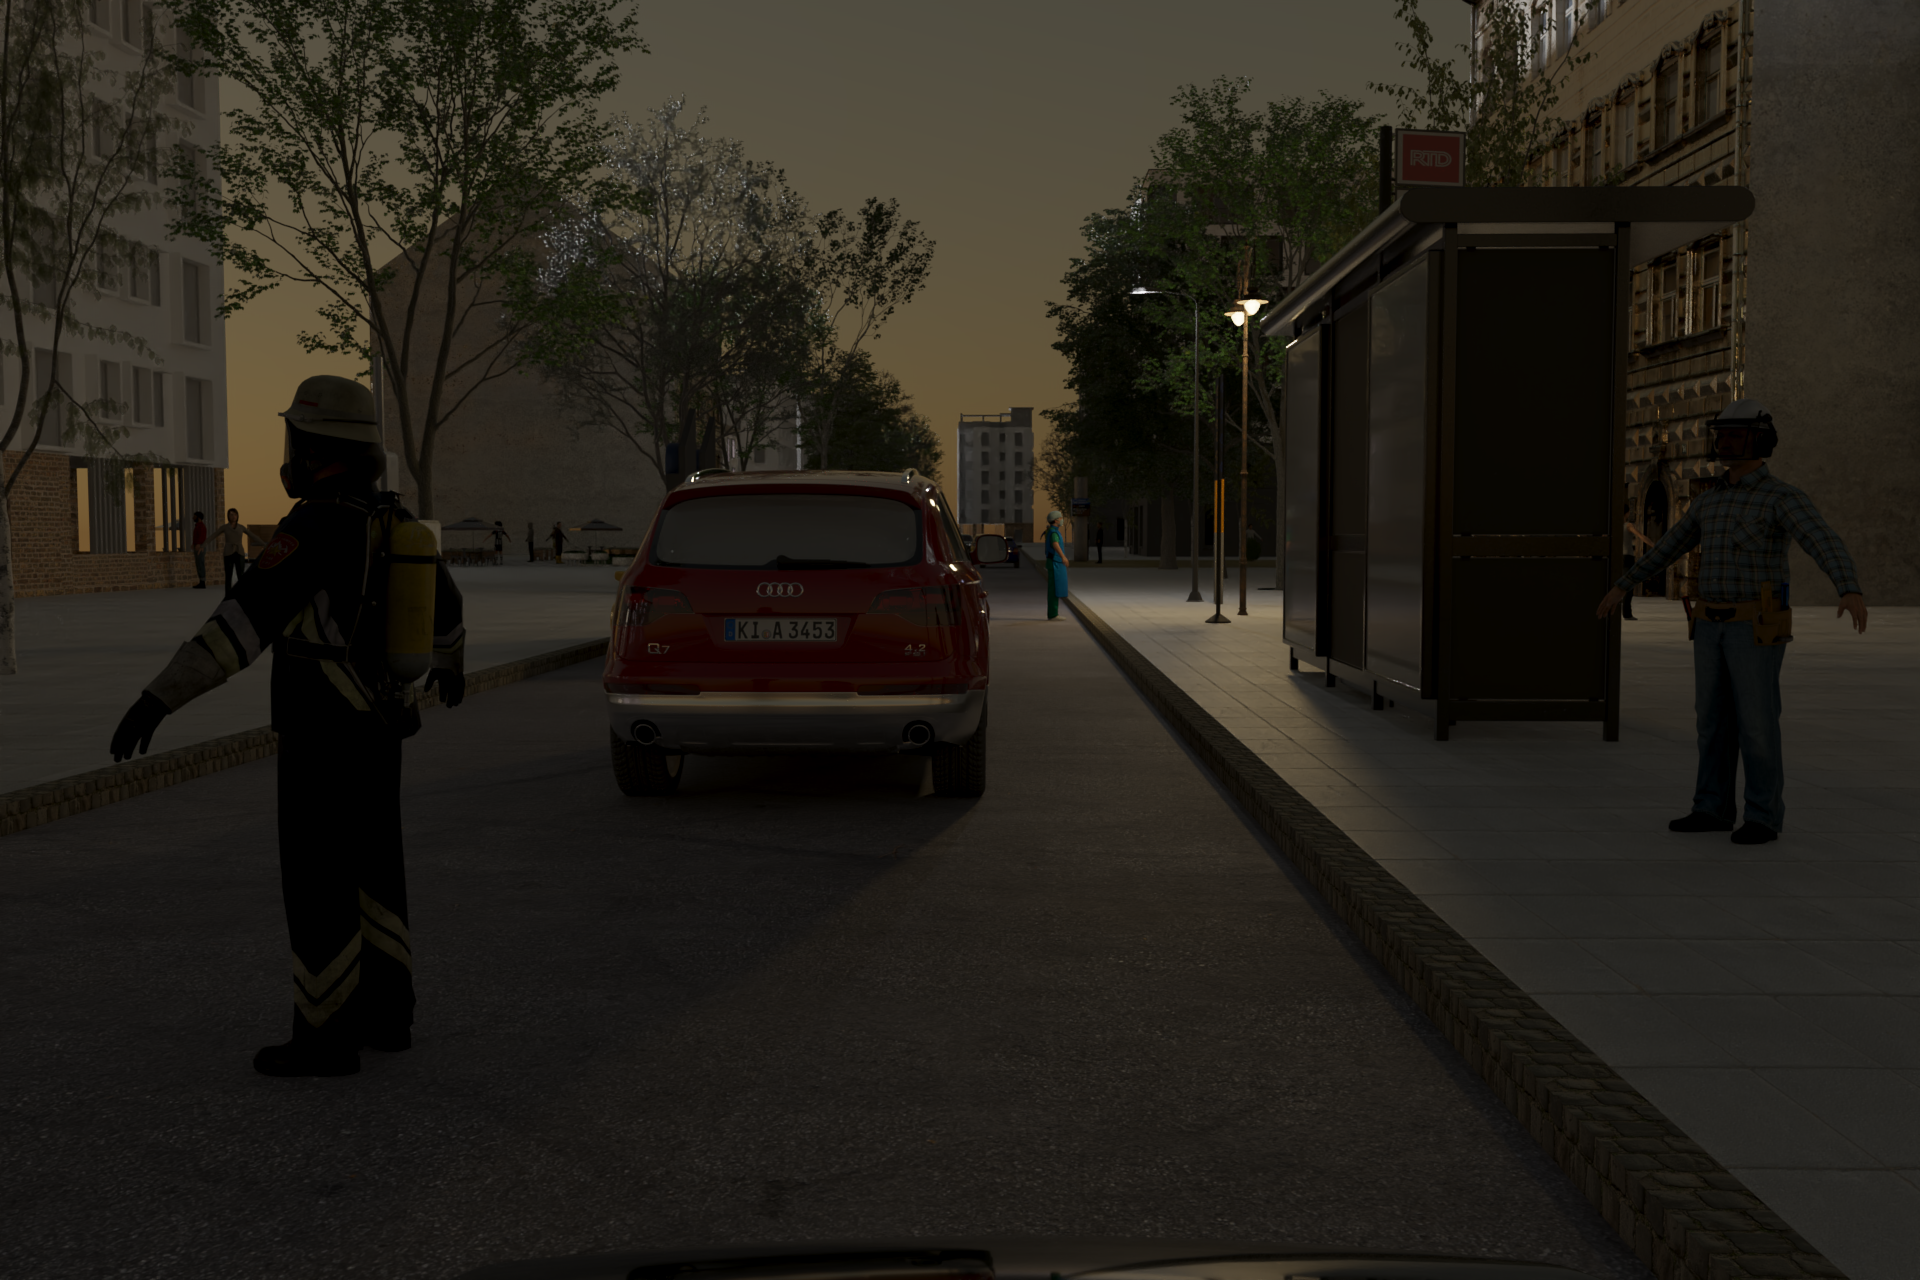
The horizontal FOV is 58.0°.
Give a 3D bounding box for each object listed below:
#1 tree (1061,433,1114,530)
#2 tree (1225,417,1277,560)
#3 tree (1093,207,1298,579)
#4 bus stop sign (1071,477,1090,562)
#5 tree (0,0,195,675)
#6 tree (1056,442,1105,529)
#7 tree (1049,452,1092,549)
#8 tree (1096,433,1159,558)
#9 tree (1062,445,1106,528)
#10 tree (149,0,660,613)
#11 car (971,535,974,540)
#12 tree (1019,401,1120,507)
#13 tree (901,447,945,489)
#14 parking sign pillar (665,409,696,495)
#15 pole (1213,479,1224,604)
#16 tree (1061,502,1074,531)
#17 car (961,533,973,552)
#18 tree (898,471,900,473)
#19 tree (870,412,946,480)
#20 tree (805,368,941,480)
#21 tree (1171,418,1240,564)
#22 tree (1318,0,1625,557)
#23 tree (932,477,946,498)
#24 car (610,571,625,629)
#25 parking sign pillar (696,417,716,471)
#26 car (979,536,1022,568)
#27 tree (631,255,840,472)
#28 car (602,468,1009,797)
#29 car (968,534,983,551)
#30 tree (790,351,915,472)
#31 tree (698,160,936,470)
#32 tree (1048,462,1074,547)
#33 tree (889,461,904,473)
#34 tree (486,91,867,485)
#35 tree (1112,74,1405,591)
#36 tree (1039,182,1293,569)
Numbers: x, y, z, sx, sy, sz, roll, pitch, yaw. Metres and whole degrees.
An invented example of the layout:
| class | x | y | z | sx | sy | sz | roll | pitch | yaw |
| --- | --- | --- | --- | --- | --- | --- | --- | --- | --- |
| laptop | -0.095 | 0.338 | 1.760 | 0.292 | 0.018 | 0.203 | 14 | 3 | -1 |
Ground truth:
| class | x | y | z | sx | sy | sz | roll | pitch | yaw |
| --- | --- | --- | --- | --- | --- | --- | --- | --- | --- |
| tree | 8.486 | -9.980 | 113.537 | 4.737 | 8.622 | 4.395 | 0 | 3 | 0 |
| tree | 13.741 | -8.182 | 84.145 | 4.737 | 8.622 | 4.395 | 0 | 3 | 0 |
| tree | 7.244 | -7.049 | 49.666 | 7.601 | 10.594 | 8.767 | 1 | 4 | 15 |
| bus stop sign | 5.582 | -5.572 | 80.113 | 0.837 | 3.901 | 0.837 | 0 | 4 | 1 |
| tree | -8.768 | -4.005 | 15.837 | 4.360 | 8.622 | 3.978 | 0 | 3 | 0 |
| tree | 9.115 | -10.884 | 128.316 | 4.360 | 8.622 | 3.978 | 0 | 3 | 0 |
| tree | 9.612 | -12.029 | 147.036 | 4.360 | 8.622 | 3.978 | 0 | 3 | 0 |
| tree | 9.019 | -8.632 | 91.500 | 4.737 | 8.622 | 4.395 | 0 | 3 | 0 |
| tree | 9.947 | -11.364 | 136.168 | 4.737 | 8.622 | 4.395 | 0 | 3 | 0 |
| tree | -8.708 | -6.233 | 27.666 | 9.928 | 11.665 | 9.643 | 0 | 3 | 0 |
| car | 0.288 | -7.316 | 131.980 | 2.083 | 1.381 | 4.827 | 0 | 4 | 2 |
| tree | 10.566 | -14.989 | 155.434 | 12.009 | 13.543 | 11.850 | 0 | 3 | 0 |
| tree | -5.326 | -15.010 | 171.171 | 9.928 | 11.665 | 9.643 | 0 | 3 | 0 |
| parking sign pillar | -5.890 | -2.947 | 36.652 | 1.447 | 3.967 | 1.447 | 0 | 4 | 1 |
| pole | 4.721 | -2.307 | 31.564 | 0.158 | 3.312 | 0.155 | 0 | 3 | 0 |
| tree | 17.229 | -19.053 | 261.871 | 4.737 | 8.622 | 4.395 | 0 | 3 | 0 |
| car | 0.131 | -6.719 | 119.639 | 2.009 | 1.686 | 4.222 | 0 | 4 | 2 |
| tree | -4.945 | -12.990 | 162.749 | 4.360 | 8.622 | 3.978 | 0 | 3 | 0 |
| tree | -5.096 | -13.623 | 148.487 | 9.928 | 11.665 | 9.643 | 0 | 3 | 0 |
| tree | -6.167 | -13.267 | 127.288 | 12.009 | 13.543 | 11.850 | 0 | 3 | 0 |
| tree | 9.796 | -7.541 | 73.661 | 4.360 | 8.622 | 3.978 | 0 | 3 | 0 |
| tree | 6.530 | -4.417 | 22.578 | 4.737 | 8.622 | 4.395 | 0 | 3 | 0 |
| tree | -5.560 | -19.851 | 258.975 | 7.601 | 10.594 | 8.767 | 1 | 4 | 10 |
| car | -2.902 | -0.612 | 20.237 | 2.015 | 1.641 | 3.980 | 0 | 4 | 2 |
| parking sign pillar | -5.851 | -3.108 | 39.284 | 1.447 | 3.967 | 1.447 | 0 | 4 | 2 |
| car | 1.701 | -3.773 | 74.274 | 1.945 | 1.354 | 3.894 | 0 | 4 | 2 |
| tree | -8.186 | -8.406 | 63.194 | 9.928 | 11.665 | 9.643 | 0 | 3 | 0 |
| car | -0.828 | -0.142 | 10.991 | 2.281 | 1.827 | 5.304 | 0 | 4 | 1 |
| car | 1.472 | -5.443 | 99.216 | 2.015 | 1.641 | 3.980 | 0 | 4 | 1 |
| tree | -6.605 | -11.563 | 107.187 | 7.486 | 12.596 | 7.792 | 0 | 3 | 0 |
| tree | -8.483 | -14.305 | 89.768 | 12.611 | 20.169 | 13.585 | 0 | 3 | 0 |
| tree | 10.279 | -13.349 | 168.624 | 4.737 | 8.622 | 4.395 | 0 | 3 | 0 |
| tree | -6.072 | -11.469 | 137.873 | 4.360 | 8.622 | 3.978 | 0 | 3 | 0 |
| tree | -8.245 | -8.481 | 49.033 | 12.009 | 13.543 | 11.850 | 0 | 3 | 0 |
| tree | 7.308 | -6.947 | 39.341 | 9.928 | 11.665 | 9.643 | 0 | 3 | 0 |
| tree | 7.554 | -9.537 | 62.588 | 9.857 | 13.997 | 8.962 | 0 | 3 | 0 |
